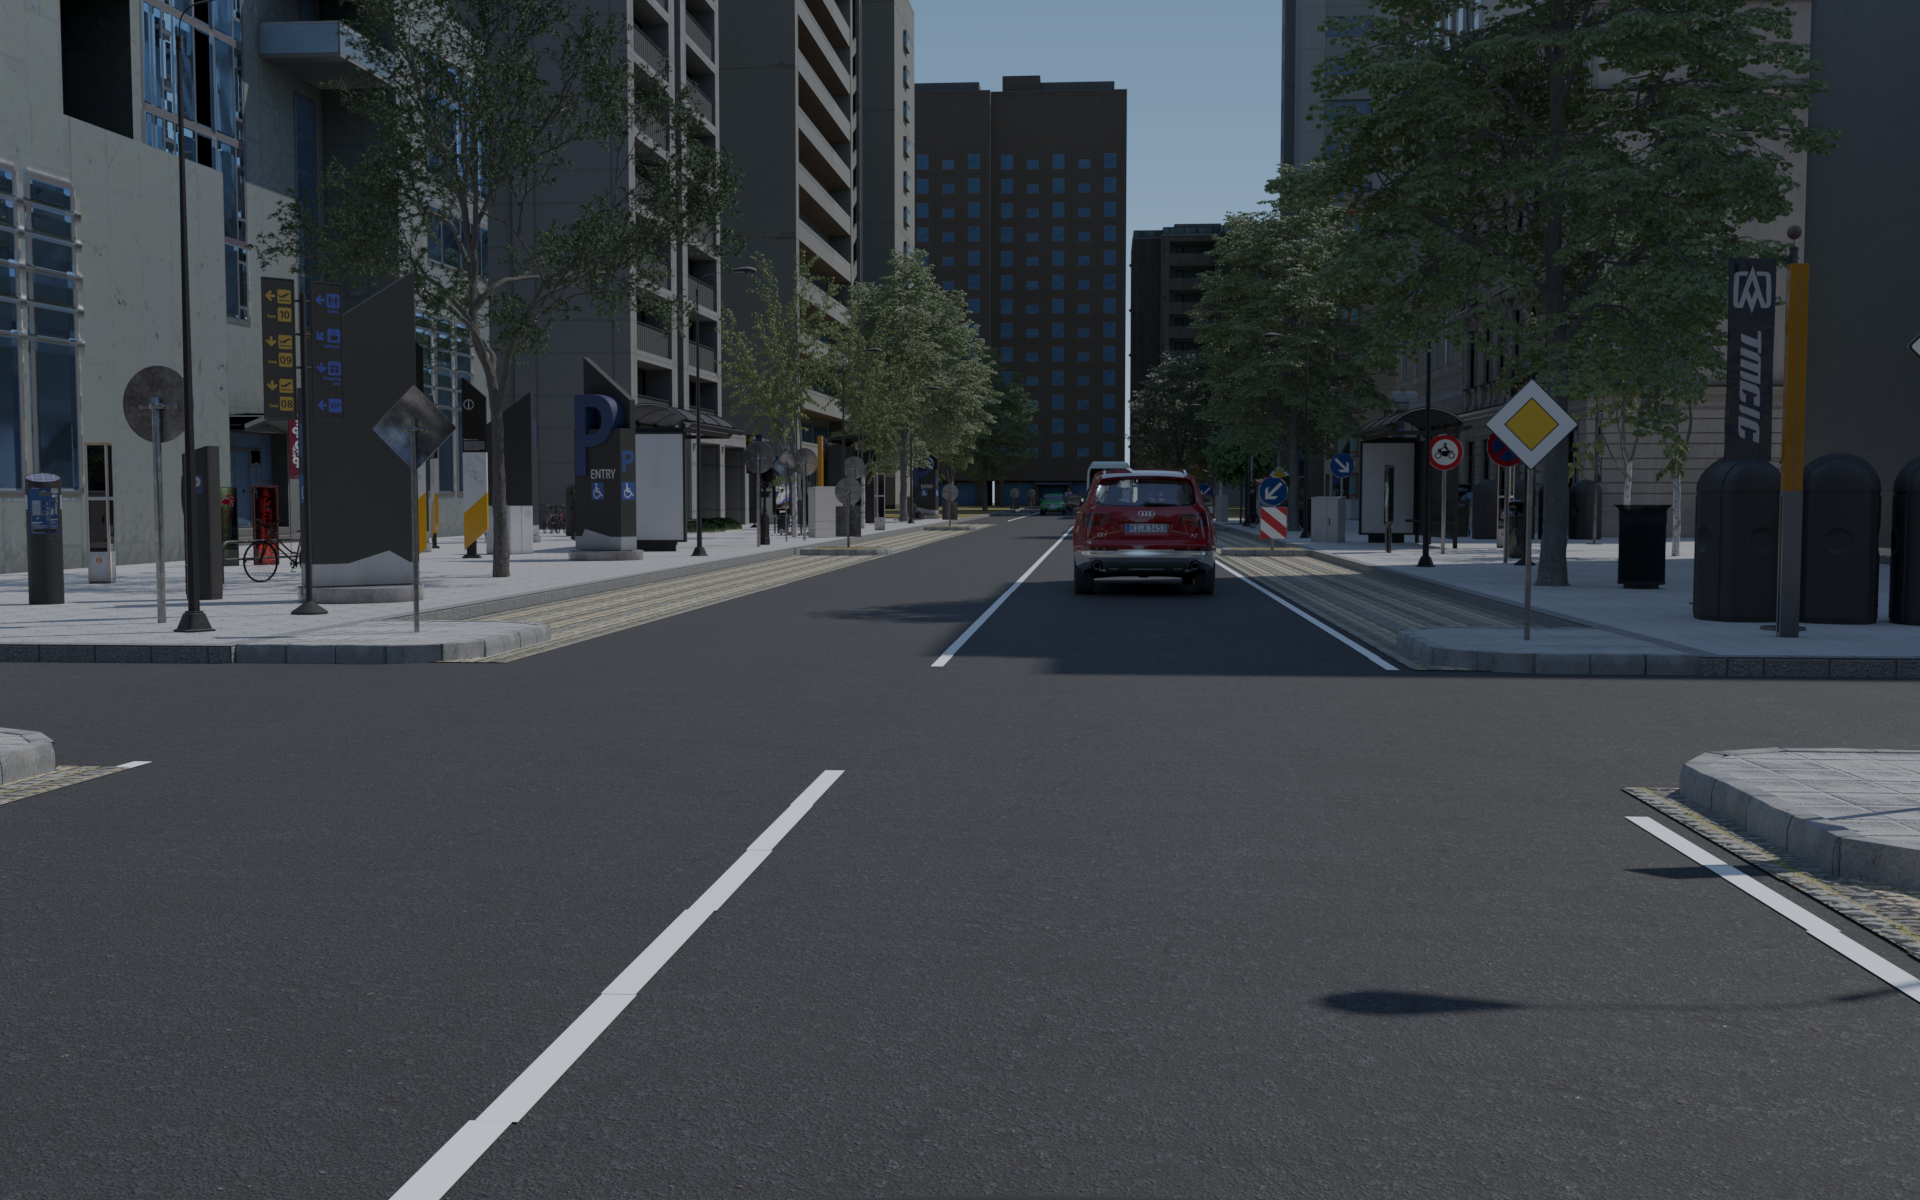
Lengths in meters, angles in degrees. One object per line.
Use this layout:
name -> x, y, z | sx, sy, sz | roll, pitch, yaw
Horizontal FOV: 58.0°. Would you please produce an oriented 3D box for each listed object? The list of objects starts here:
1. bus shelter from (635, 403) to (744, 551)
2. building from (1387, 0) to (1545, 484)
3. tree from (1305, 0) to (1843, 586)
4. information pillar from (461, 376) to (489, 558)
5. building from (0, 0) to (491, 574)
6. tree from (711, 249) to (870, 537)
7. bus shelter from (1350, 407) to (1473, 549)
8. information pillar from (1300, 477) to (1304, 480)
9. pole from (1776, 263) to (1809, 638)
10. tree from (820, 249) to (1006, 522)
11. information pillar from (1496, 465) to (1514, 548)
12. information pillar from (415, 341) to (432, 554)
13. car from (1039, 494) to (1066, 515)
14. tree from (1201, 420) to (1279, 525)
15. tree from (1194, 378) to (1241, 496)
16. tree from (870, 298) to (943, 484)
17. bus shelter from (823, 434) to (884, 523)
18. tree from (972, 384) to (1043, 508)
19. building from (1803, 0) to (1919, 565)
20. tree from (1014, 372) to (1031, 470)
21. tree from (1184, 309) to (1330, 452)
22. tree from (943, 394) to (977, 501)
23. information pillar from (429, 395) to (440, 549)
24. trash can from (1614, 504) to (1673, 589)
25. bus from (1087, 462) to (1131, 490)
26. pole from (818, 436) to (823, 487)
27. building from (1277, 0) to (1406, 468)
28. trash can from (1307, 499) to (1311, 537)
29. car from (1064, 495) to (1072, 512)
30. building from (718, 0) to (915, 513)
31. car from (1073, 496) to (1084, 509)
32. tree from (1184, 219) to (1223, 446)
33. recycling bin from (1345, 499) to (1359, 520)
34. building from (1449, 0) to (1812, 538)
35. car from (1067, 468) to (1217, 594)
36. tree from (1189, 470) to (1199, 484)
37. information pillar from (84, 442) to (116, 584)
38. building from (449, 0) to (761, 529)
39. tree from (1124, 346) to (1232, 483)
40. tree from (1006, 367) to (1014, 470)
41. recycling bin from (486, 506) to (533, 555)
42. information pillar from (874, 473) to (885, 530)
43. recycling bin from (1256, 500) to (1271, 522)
bus shelter -> -6.689, -2.893, 41.222 | 2.014, 3.302, 5.546 | 0, 4, 5
building -> 27.730, -17.895, 78.488 | 13.634, 28.700, 20.117 | 0, 4, 5
tree -> 8.214, -6.495, 24.327 | 7.486, 12.596, 7.792 | 0, 3, 0
information pillar -> -9.673, -2.639, 34.506 | 0.504, 3.616, 0.183 | 0, 4, 1
building -> -25.440, -44.384, 38.353 | 22.319, 86.520, 31.000 | 0, 4, 5
tree -> -5.156, -6.174, 51.314 | 4.737, 8.622, 4.395 | 0, 3, 0
bus shelter -> 11.099, -3.004, 43.035 | 2.014, 3.302, 5.546 | 0, 4, 5
information pillar -> 14.356, -4.185, 72.914 | 0.304, 2.012, 0.304 | 0, 4, 0
pole -> 7.426, -1.321, 15.449 | 0.158, 3.312, 0.155 | 0, 3, 0
tree -> -2.628, -9.907, 80.106 | 7.486, 12.596, 7.792 | 0, 3, 0
information pillar -> 12.966, -2.243, 41.167 | 0.304, 2.012, 0.304 | 3, 4, 37
information pillar -> -7.318, -1.927, 22.854 | 0.504, 3.616, 0.183 | -3, 4, -37
car -> 6.491, -6.791, 119.831 | 1.959, 1.807, 4.718 | 0, 4, 6
tree -> 11.812, -5.473, 73.193 | 4.285, 4.588, 4.351 | 0, 3, 0
tree -> 15.591, -9.310, 102.576 | 4.360, 8.622, 3.978 | 0, 3, 0
tree -> -3.363, -6.963, 64.205 | 4.737, 8.622, 4.395 | 0, 3, 0
bus shelter -> -4.321, -4.837, 70.365 | 1.731, 3.624, 6.357 | 0, 4, 5
tree -> 3.927, -14.485, 162.579 | 9.928, 11.665, 9.643 | 0, 3, 0
building -> 28.476, -14.274, 26.886 | 24.014, 27.812, 14.314 | 0, 4, 5
tree -> 1.834, -13.191, 133.800 | 7.486, 12.596, 7.792 | 0, 3, 0
tree -> 13.955, -8.971, 81.094 | 7.601, 10.594, 8.767 | 1, 4, 13
tree -> -0.668, -9.512, 105.879 | 4.737, 8.622, 4.395 | 0, 3, 0
information pillar -> -12.361, -3.018, 40.699 | 0.183, 3.616, 0.504 | -2, 4, -29
trash can -> 9.263, -0.726, 23.519 | 0.748, 1.137, 0.748 | 0, 3, 0
bus -> 9.194, -6.739, 105.038 | 2.948, 3.499, 13.247 | 0, 4, 6
pole -> -4.894, -4.094, 60.783 | 0.158, 3.312, 0.155 | 0, 3, 0
building -> 36.707, -36.616, 140.668 | 21.231, 58.520, 28.212 | 0, 4, 5
trash can -> 10.570, -2.432, 51.419 | 0.748, 1.137, 0.748 | 0, 3, 0
car -> 8.347, -7.958, 142.685 | 1.945, 1.354, 3.894 | 0, 4, 6
building -> -15.521, -32.146, 149.285 | 21.600, 48.544, 21.300 | 0, 4, 5
car -> 10.002, -8.657, 153.899 | 2.083, 1.381, 4.827 | 0, 4, 6
tree -> 11.392, -8.630, 59.223 | 7.486, 12.596, 7.792 | 0, 3, 0
recycling bin -> 19.261, -4.430, 84.977 | 0.722, 1.027, 0.722 | -1, 4, -20
building -> 23.765, -11.900, 59.187 | 10.561, 19.102, 19.286 | 0, 4, 5
car -> 2.753, -1.081, 26.352 | 2.281, 1.827, 5.304 | 0, 4, 4
tree -> 17.939, -8.595, 135.123 | 1.663, 3.219, 1.824 | 0, 3, 0
information pillar -> -12.312, -1.242, 24.806 | 0.304, 2.012, 0.304 | -1, 4, -12
building -> -19.077, -38.771, 72.150 | 20.563, 71.187, 20.611 | 0, 4, 5
tree -> 19.036, -14.892, 150.146 | 9.857, 13.997, 8.962 | 0, 3, 0
tree -> -1.288, -10.805, 94.796 | 7.486, 12.596, 7.792 | 0, 3, 0
recycling bin -> -9.644, -1.500, 37.073 | 0.722, 1.027, 0.722 | 2, 4, 32
information pillar -> -2.838, -3.469, 61.217 | 0.304, 2.012, 0.304 | -1, 4, -22
recycling bin -> 13.696, -4.053, 78.814 | 0.722, 1.027, 0.722 | -1, 4, -19
